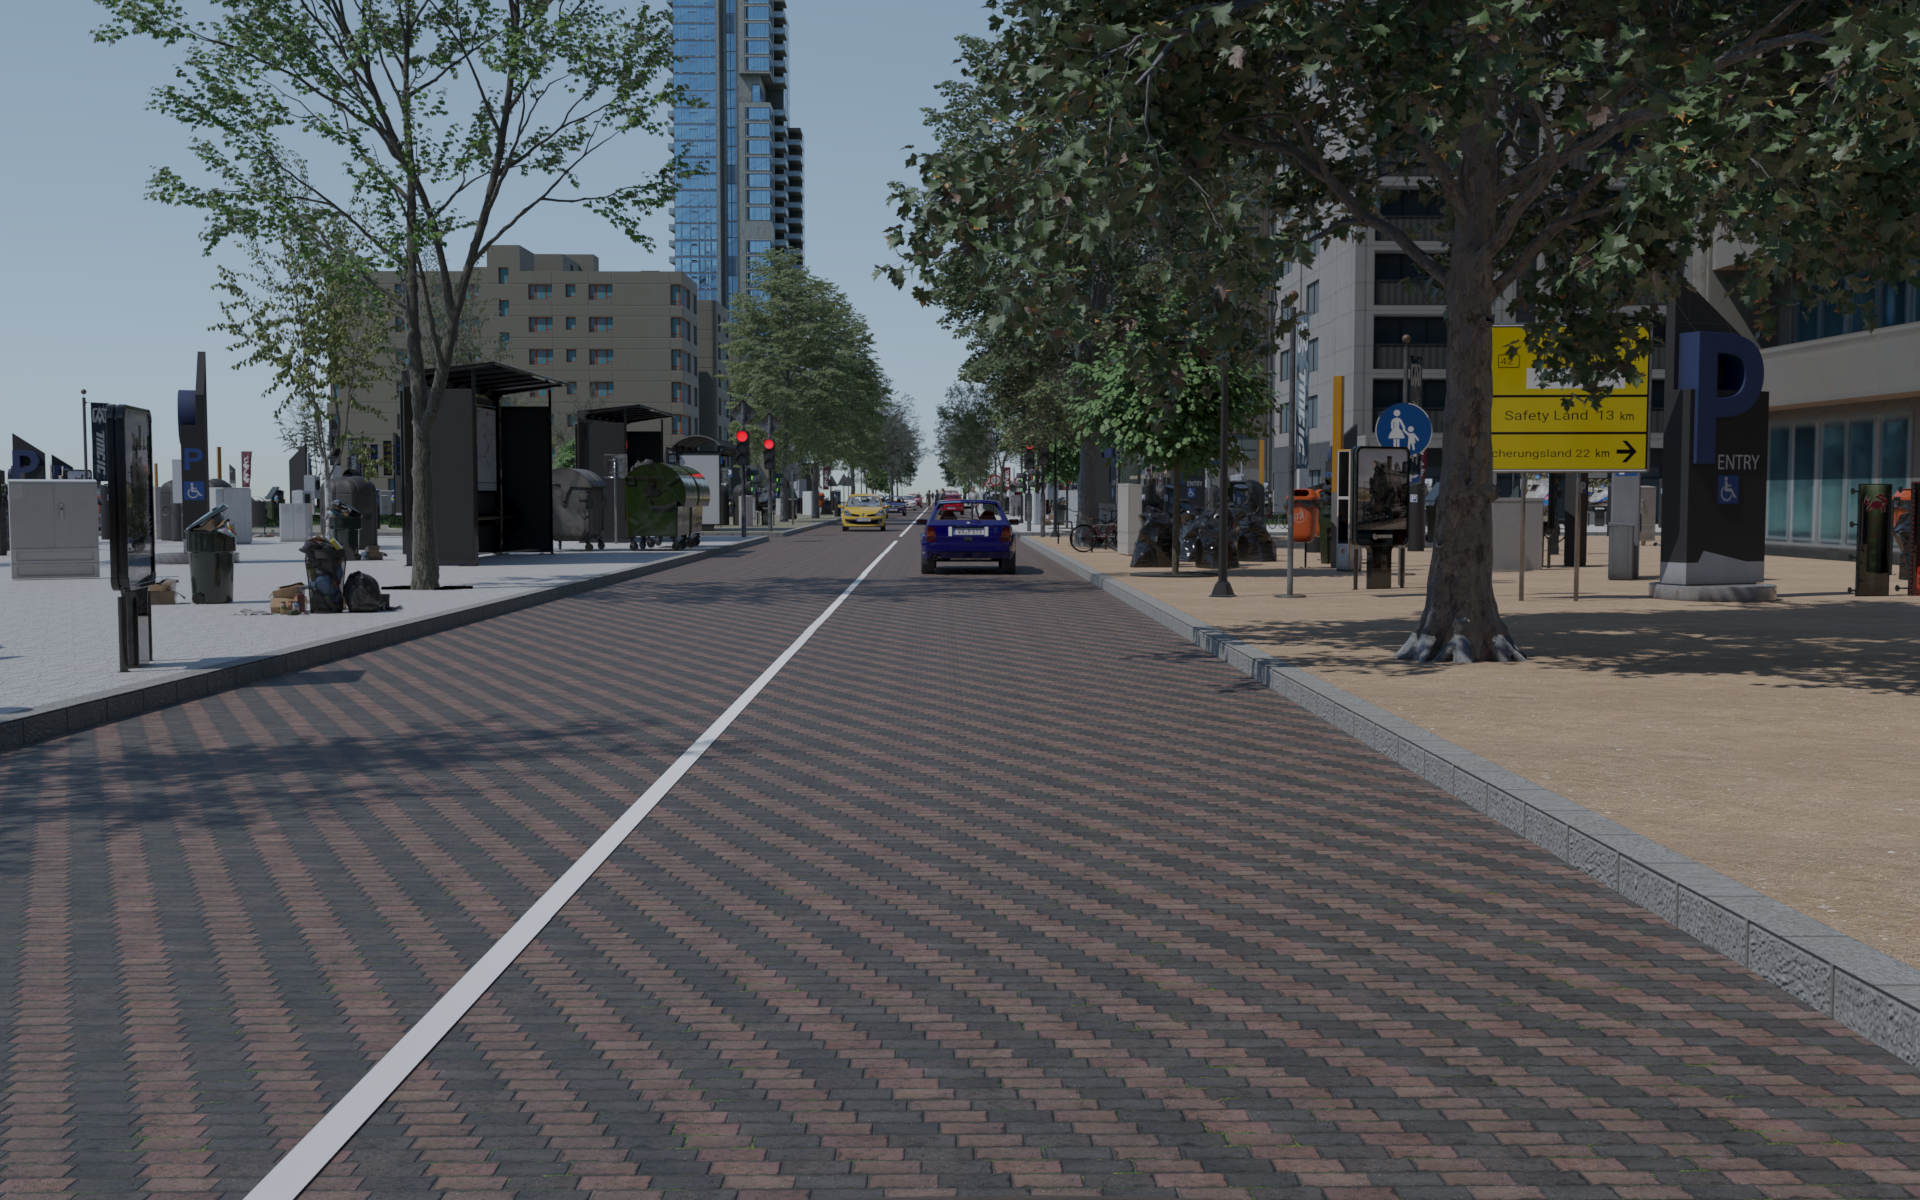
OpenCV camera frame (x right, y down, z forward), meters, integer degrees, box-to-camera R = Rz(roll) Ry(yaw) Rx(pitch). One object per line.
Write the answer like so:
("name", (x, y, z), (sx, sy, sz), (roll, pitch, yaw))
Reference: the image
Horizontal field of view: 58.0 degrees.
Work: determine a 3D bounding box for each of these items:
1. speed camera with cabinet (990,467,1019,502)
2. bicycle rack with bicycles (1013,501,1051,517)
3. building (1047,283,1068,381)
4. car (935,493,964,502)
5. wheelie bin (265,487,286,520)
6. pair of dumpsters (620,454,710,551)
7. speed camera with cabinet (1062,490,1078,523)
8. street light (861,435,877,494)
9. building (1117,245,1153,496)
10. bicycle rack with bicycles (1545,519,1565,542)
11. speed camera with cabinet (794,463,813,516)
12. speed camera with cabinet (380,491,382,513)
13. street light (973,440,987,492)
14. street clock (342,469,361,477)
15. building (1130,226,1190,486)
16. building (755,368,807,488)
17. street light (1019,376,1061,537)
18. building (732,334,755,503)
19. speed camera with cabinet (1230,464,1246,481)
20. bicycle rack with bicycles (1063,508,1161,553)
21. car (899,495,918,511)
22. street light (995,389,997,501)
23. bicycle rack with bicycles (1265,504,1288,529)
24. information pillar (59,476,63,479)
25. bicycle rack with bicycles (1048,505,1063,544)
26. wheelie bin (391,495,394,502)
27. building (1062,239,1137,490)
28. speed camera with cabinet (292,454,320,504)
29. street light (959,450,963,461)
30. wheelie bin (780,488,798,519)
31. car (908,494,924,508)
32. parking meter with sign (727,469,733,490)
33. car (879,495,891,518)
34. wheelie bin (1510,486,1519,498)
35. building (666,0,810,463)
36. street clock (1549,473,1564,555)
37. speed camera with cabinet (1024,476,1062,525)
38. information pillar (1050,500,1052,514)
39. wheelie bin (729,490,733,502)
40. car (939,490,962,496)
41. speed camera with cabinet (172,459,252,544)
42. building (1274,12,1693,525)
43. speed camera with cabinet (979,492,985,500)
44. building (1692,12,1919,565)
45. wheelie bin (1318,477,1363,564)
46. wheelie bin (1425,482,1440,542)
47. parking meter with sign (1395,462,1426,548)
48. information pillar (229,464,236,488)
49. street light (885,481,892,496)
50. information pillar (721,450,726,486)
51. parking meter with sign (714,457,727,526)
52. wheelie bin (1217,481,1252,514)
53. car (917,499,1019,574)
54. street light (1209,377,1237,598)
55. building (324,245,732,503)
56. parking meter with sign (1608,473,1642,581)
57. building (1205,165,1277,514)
("speed camera with cabinet", (3.303, -8.219, 128.723), (2.038, 3.252, 0.660), (1, 4, 10))
("bicycle rack with bicycles", (4.037, -5.101, 96.791), (2.852, 0.926, 2.925), (0, 4, 4))
("building", (24.630, -40.304, 282.667), (21.300, 48.544, 21.600), (0, 4, -1))
("car", (-0.625, -6.694, 118.494), (2.155, 1.783, 4.494), (0, 4, -1))
("wheelie bin", (-28.724, -3.964, 72.716), (0.693, 1.594, 0.980), (-3, 5, -45))
("pair of dumpsters", (-6.907, -2.336, 40.685), (1.574, 2.255, 4.437), (0, 4, -1))
("speed camera with cabinet", (4.252, -5.005, 76.171), (2.038, 3.252, 0.660), (0, 4, -3))
("street light", (-7.225, -10.009, 136.186), (1.470, 5.913, 1.316), (0, 4, -1))
("building", (26.976, -53.037, 179.823), (22.319, 86.520, 31.000), (0, 4, -1))
("bicycle rack with bicycles", (15.218, -2.033, 46.616), (2.852, 0.926, 2.925), (-2, 4, -29))
("speed camera with cabinet", (-9.102, -6.610, 102.404), (0.660, 3.252, 2.038), (-3, 4, -37))
("speed camera with cabinet", (-27.906, -5.289, 80.811), (0.660, 3.252, 2.038), (1, 4, 21))
("street light", (1.648, -8.107, 105.086), (1.470, 5.913, 1.316), (0, 4, -1))
("street clock", (-17.608, -2.789, 50.174), (0.471, 2.002, 0.358), (1, 4, 13))
("building", (27.148, -30.328, 150.489), (22.147, 44.769, 28.867), (0, 4, -1))
("building", (-36.582, -24.561, 246.603), (27.650, 21.520, 28.899), (0, 4, -1))
("street light", (2.300, -4.830, 51.504), (1.470, 5.913, 1.316), (0, 4, -1))
("building", (-36.737, -20.345, 177.688), (27.650, 21.520, 28.899), (0, 4, -1))
("speed camera with cabinet", (13.168, -5.280, 80.662), (0.660, 3.252, 2.038), (2, 4, 28))
("bicycle rack with bicycles", (4.106, -1.546, 38.663), (2.925, 0.926, 2.852), (1, 4, 16))
("car", (-4.725, -8.471, 150.866), (2.083, 1.381, 4.827), (0, 4, -1))
("street light", (2.155, -6.299, 75.531), (1.470, 5.913, 1.316), (0, 4, -1))
("bicycle rack with bicycles", (12.400, -3.068, 63.548), (2.852, 0.926, 2.925), (-1, 4, -17))
("information pillar", (-35.635, -3.942, 68.942), (0.304, 2.012, 0.304), (-3, 5, -44))
("bicycle rack with bicycles", (3.631, -1.870, 43.958), (2.852, 0.926, 2.925), (0, 4, -7))
("wheelie bin", (-27.062, -4.657, 84.043), (0.980, 1.594, 0.693), (-2, 4, -30))
("building", (26.678, -38.928, 256.086), (23.786, 49.044, 30.456), (0, 4, -1))
("speed camera with cabinet", (-31.710, -5.486, 84.035), (0.660, 3.252, 2.038), (0, 4, 3))
("street light", (0.901, -12.750, 181.000), (1.470, 5.913, 1.316), (0, 4, -1))
("wheelie bin", (-8.702, -4.880, 87.702), (0.980, 1.594, 0.693), (-3, 5, -40))
("car", (-4.858, -10.604, 182.413), (2.155, 1.783, 4.494), (0, 4, 0))
("parking meter with sign", (-16.607, -7.680, 121.836), (0.543, 3.016, 1.738), (1, 4, 18))
("car", (-5.154, -5.598, 103.531), (2.014, 1.417, 4.499), (0, 4, -2))
("wheelie bin", (32.510, -5.658, 100.411), (0.980, 1.594, 0.693), (-3, 4, -37))
("building", (-34.833, -58.883, 275.414), (22.319, 86.520, 31.000), (0, 4, -1))
("street clock", (12.550, -1.955, 36.541), (0.358, 2.002, 0.471), (1, 4, 12))
("speed camera with cabinet", (3.387, -4.789, 72.628), (0.660, 3.252, 2.038), (-2, 4, -27))
("information pillar", (5.637, -6.147, 104.996), (0.304, 2.012, 0.304), (2, 4, 26))
("wheelie bin", (-16.239, -6.851, 119.914), (0.980, 1.594, 0.693), (-2, 4, -29))
("car", (-0.932, -9.804, 168.974), (2.281, 1.827, 5.304), (0, 4, 0))
("speed camera with cabinet", (-18.996, -3.038, 44.002), (0.660, 3.252, 2.038), (1, 4, 23))
("building", (27.036, -39.268, 80.281), (20.611, 71.187, 20.563), (0, 4, -1))
("speed camera with cabinet", (2.528, -8.406, 131.776), (2.038, 3.252, 0.660), (-1, 4, -13))
("building", (26.596, -24.603, 25.959), (21.300, 48.544, 21.600), (0, 4, -1))
("wheelie bin", (6.996, -1.461, 31.791), (0.980, 1.594, 0.693), (3, 5, 43))
("wheelie bin", (12.749, -2.327, 45.952), (0.693, 1.594, 0.980), (-1, 4, -12))
("parking meter with sign", (10.786, -2.782, 41.751), (0.543, 3.016, 1.738), (0, 4, -5))
("information pillar", (-56.439, -8.748, 134.384), (0.504, 3.616, 0.183), (0, 4, 5))
("street light", (-7.563, -11.865, 166.531), (1.470, 5.913, 1.316), (0, 4, -1))
("information pillar", (-11.829, -5.777, 85.814), (0.504, 3.616, 0.183), (0, 4, 2))
("parking meter with sign", (-10.125, -4.430, 68.695), (0.543, 3.016, 1.738), (2, 4, 30))
("wheelie bin", (6.891, -2.182, 43.576), (0.980, 1.594, 0.693), (3, 5, 43))
("car", (0.148, -1.212, 32.395), (1.945, 1.354, 3.894), (0, 3, 0))
("street light", (2.740, -2.992, 21.456), (1.470, 5.913, 1.316), (0, 4, -1))
("building", (-35.482, -18.582, 148.848), (27.650, 21.520, 28.899), (0, 4, -1))
("parking meter with sign", (10.126, -1.842, 26.376), (0.543, 3.016, 1.738), (1, 4, 21))
("building", (22.216, -20.888, 113.215), (14.160, 30.474, 14.107), (0, 4, -1))
